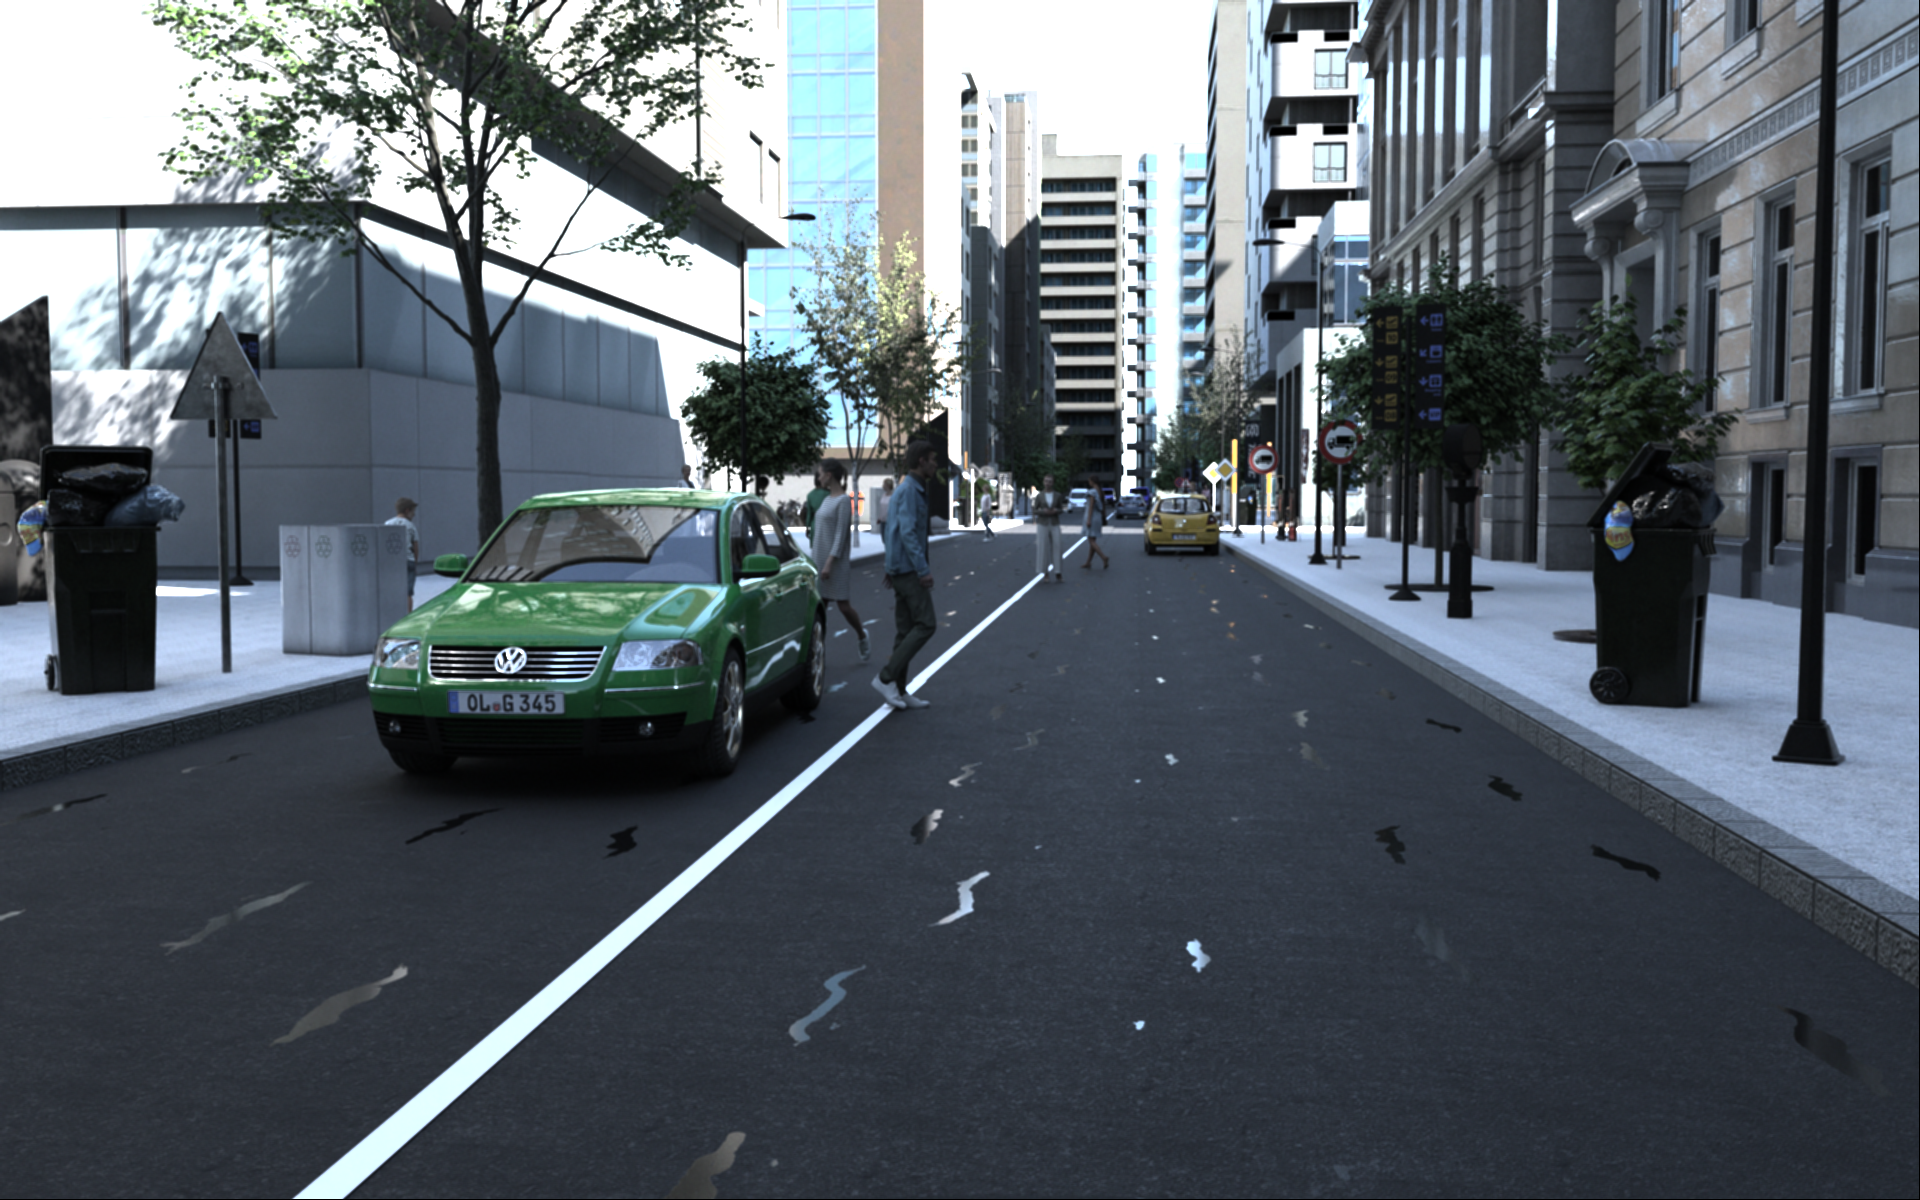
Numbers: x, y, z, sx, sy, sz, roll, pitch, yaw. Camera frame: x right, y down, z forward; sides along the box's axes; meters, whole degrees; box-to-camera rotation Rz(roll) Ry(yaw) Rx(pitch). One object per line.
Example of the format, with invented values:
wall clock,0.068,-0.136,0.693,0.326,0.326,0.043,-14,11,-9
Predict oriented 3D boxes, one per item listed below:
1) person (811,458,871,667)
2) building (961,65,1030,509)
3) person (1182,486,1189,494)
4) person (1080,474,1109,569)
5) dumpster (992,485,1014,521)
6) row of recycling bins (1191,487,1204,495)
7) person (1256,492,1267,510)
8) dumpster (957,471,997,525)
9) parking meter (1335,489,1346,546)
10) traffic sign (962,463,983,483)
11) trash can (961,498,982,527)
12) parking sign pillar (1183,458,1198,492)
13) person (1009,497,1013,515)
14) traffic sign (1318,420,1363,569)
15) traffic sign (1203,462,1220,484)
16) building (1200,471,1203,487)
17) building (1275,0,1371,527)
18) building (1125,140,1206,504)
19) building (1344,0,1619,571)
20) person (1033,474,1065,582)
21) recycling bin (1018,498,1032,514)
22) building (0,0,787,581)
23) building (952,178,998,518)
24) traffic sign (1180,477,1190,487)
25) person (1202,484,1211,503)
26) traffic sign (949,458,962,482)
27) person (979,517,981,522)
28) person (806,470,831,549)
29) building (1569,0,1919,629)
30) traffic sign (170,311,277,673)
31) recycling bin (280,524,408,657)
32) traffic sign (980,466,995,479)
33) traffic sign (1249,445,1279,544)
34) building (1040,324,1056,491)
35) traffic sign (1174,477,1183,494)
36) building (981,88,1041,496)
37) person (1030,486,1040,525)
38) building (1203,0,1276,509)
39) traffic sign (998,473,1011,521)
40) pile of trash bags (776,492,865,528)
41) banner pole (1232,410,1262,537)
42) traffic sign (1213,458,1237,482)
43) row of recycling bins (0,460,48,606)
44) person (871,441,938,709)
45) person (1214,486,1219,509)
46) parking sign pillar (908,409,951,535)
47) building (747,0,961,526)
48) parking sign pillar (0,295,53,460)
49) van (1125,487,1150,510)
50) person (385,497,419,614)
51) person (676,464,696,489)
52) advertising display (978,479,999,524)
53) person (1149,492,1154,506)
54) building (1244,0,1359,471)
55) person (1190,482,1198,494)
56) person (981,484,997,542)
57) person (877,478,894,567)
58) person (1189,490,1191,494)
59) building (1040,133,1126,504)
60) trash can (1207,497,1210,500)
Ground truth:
person,-1.040,-0.314,14.383,0.466,1.731,0.760,2,4,29
building,-10.161,-28.182,152.651,32.217,40.220,23.993,0,4,6
person,15.868,-7.093,121.991,0.573,1.828,0.580,0,4,7
person,2.627,-1.509,33.274,0.616,1.811,0.778,-3,5,-40
dumpster,1.946,-4.812,84.438,1.264,1.857,1.865,0,4,6
row of recycling bins,13.666,-5.600,98.674,1.069,1.692,3.534,0,4,8
person,25.032,-8.346,143.212,1.217,1.735,0.721,1,4,11
dumpster,0.692,-4.240,71.815,1.502,2.255,1.985,0,4,6
parking meter,9.372,-2.262,42.699,0.255,1.863,0.399,1,4,20
traffic sign,0.443,-3.791,64.169,0.795,2.593,0.064,0,4,6
trash can,0.376,-3.384,66.976,0.748,1.137,0.748,0,3,0
parking sign pillar,17.268,-8.638,129.705,1.447,3.967,1.447,-2,4,-29
person,3.055,-6.121,106.304,0.661,1.801,0.590,3,4,36
traffic sign,6.505,-1.807,29.644,0.768,2.556,0.104,0,4,8
traffic sign,9.289,-3.735,63.255,0.795,2.593,0.064,0,4,6
building,35.053,-44.970,173.517,20.563,71.187,20.611,0,4,6
building,29.903,-46.603,74.623,31.000,86.520,22.319,0,4,6
building,37.756,-37.545,233.475,30.456,49.044,23.786,0,4,6
building,16.768,-12.068,39.111,13.314,21.916,24.055,0,4,6
person,1.449,-1.170,28.172,0.519,1.759,0.362,0,4,-4
recycling bin,4.145,-5.942,109.700,0.722,1.027,0.722,1,4,21
building,-19.405,-27.500,38.865,27.495,52.752,28.713,0,4,6
building,-12.540,-16.066,107.711,27.650,21.520,28.899,0,4,6
traffic sign,16.352,-7.674,125.468,0.884,2.594,0.081,1,4,13
person,13.406,-5.410,94.499,0.555,1.821,0.388,-1,4,-17
traffic sign,-0.363,-3.305,56.224,0.795,2.593,0.064,0,4,6
person,1.040,-4.261,79.989,0.475,1.303,0.640,2,4,31
person,-2.092,-1.058,26.054,0.600,1.795,0.529,1,4,20
building,15.458,-14.116,16.706,13.634,28.700,20.117,0,4,6
traffic sign,-5.273,-0.757,12.382,0.884,2.594,0.081,1,4,15
recycling bin,-5.002,-0.094,14.087,0.722,1.027,0.722,2,4,27
traffic sign,1.190,-4.740,77.597,0.768,2.556,0.104,0,4,8
traffic sign,7.812,-2.722,44.608,0.768,2.556,0.104,0,4,8
building,-4.084,-21.683,199.549,28.899,21.520,27.650,0,4,6
traffic sign,16.606,-8.007,131.013,0.768,2.556,0.104,1,4,13
building,0.575,-29.799,170.809,14.154,41.232,14.086,0,4,6
person,3.567,-4.449,81.417,0.592,1.802,0.473,0,4,2
building,32.880,-32.389,153.255,21.300,48.544,21.600,0,4,6
traffic sign,2.112,-4.897,82.188,0.606,2.300,0.079,1,4,13
pile of trash bags,-5.362,-3.456,66.265,3.447,1.369,1.912,-1,4,-14
banner pole,8.531,-3.763,51.543,0.863,3.779,0.401,1,4,17
traffic sign,8.484,-3.249,55.310,0.795,2.593,0.064,0,4,6
row of recycling bins,-11.496,-0.758,19.508,1.069,1.692,3.534,1,4,9
person,-0.369,-0.164,11.518,0.444,1.785,0.601,0,4,-2
person,16.551,-6.446,111.612,0.592,1.802,0.473,-3,5,-42
parking sign pillar,-0.998,-4.055,54.772,1.447,3.967,1.447,0,4,3
building,-7.550,-26.019,75.517,14.600,45.320,14.200,0,4,6
parking sign pillar,-12.859,-2.120,23.131,1.447,3.967,1.447,2,4,32
van,16.158,-9.333,156.977,2.240,2.365,5.245,0,4,4
person,-5.360,-0.358,16.580,0.332,1.250,0.352,1,4,11
person,-5.165,-1.623,32.459,0.818,1.842,0.514,0,4,3
advertising display,1.186,-4.198,73.858,0.974,1.923,0.123,1,4,17
person,22.578,-11.956,204.916,0.756,1.711,0.436,1,4,9
building,32.741,-31.930,111.302,28.713,52.752,27.495,0,4,6
person,6.612,-2.447,48.855,0.624,1.780,0.694,0,4,-3
person,0.859,-2.642,52.364,0.598,1.740,0.731,-2,4,-32
person,-1.392,-1.541,34.371,0.731,1.740,0.598,3,5,41
person,15.731,-6.765,117.399,0.466,1.731,0.760,0,4,4
building,11.613,-37.419,235.505,21.600,48.544,21.300,0,4,6
trash can,17.621,-6.783,122.559,0.748,1.137,0.748,0,3,0
